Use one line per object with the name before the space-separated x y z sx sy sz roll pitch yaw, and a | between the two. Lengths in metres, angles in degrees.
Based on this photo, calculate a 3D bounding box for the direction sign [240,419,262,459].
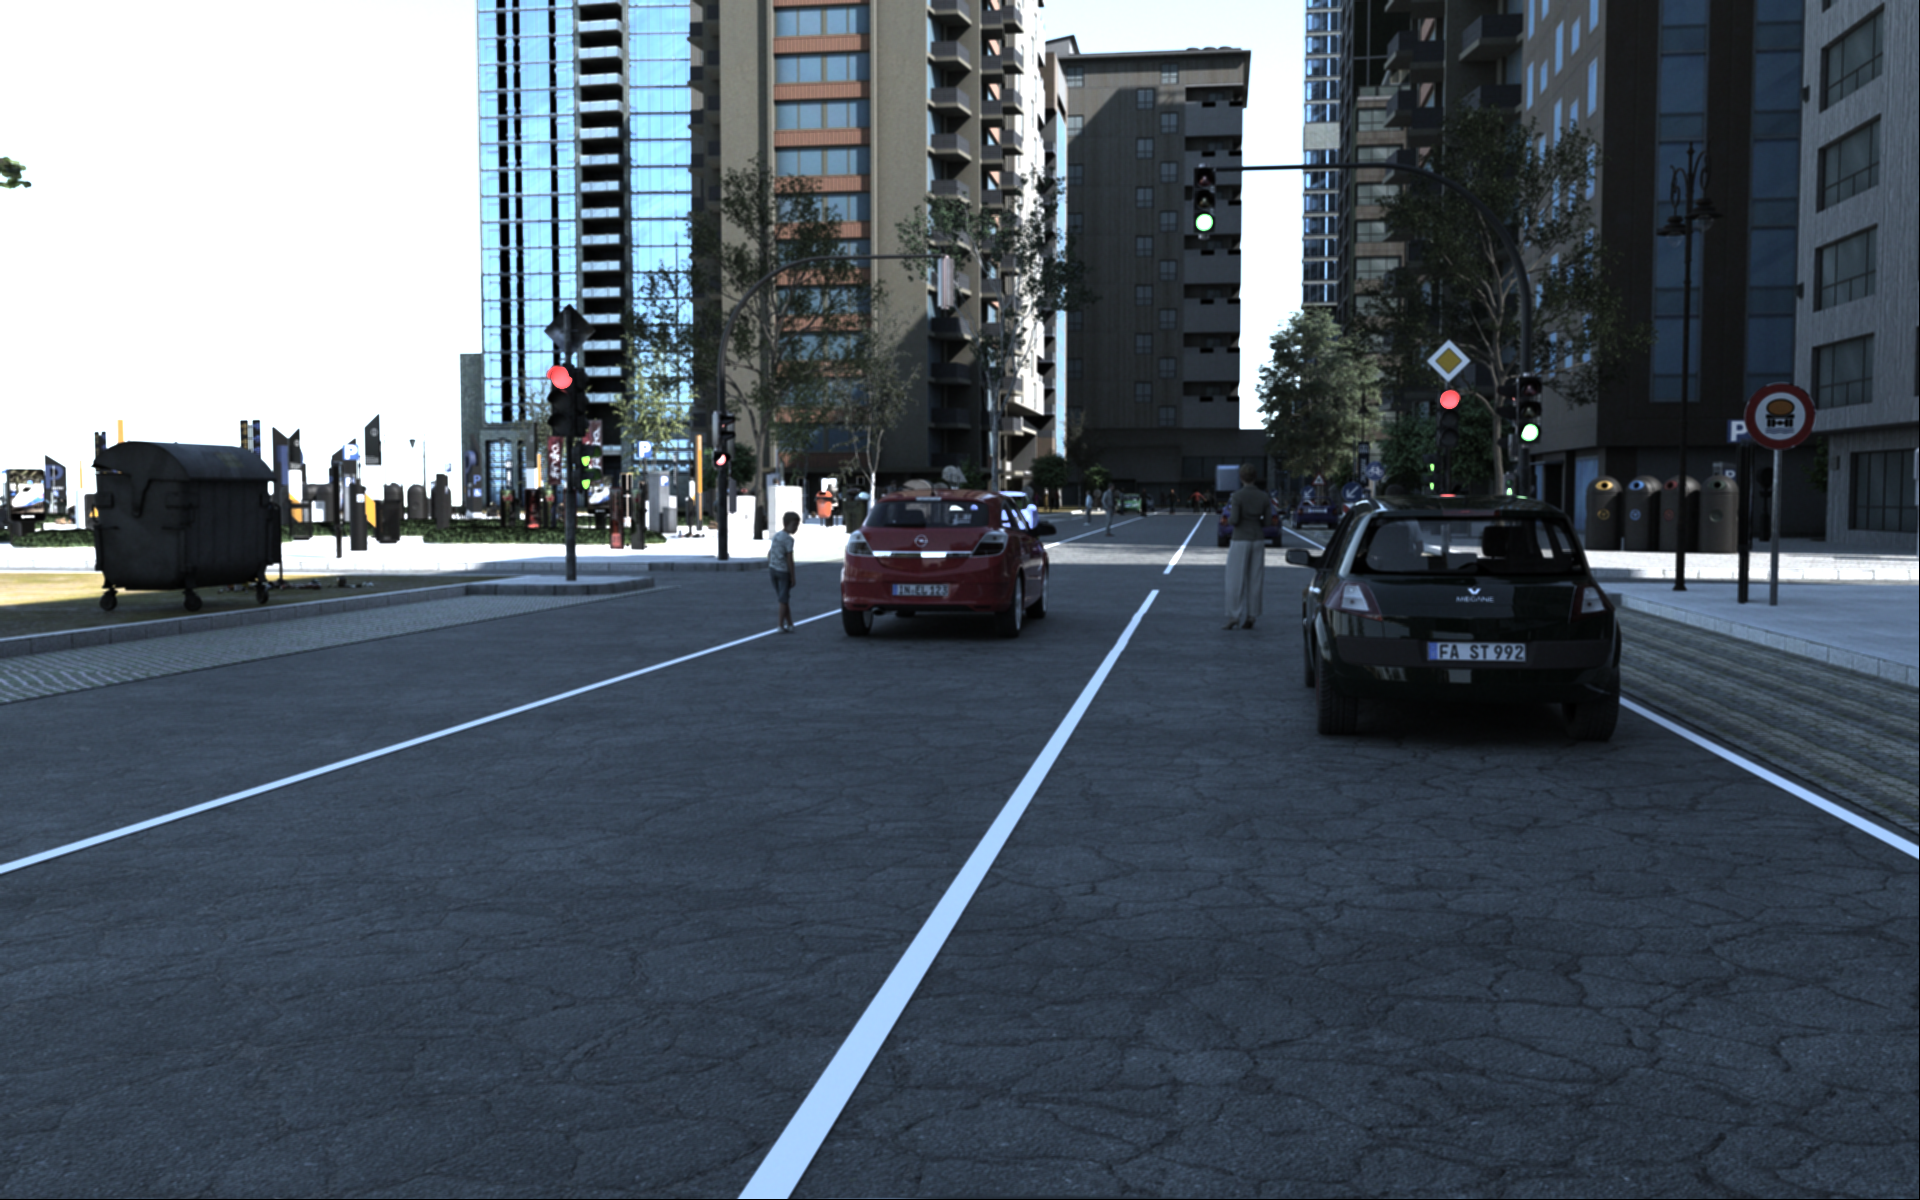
direction sign | -21.532 -3.709 52.636 0.876 3.537 0.379 2 4 27

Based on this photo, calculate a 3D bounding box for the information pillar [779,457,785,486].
information pillar | -11.130 -7.151 108.273 0.183 3.616 0.504 -3 5 -42

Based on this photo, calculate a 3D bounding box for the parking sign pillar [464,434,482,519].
parking sign pillar | -21.794 -5.449 77.559 1.447 3.967 1.447 -2 4 -30

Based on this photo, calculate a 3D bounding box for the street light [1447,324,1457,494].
street light | 13.123 -4.499 46.346 0.468 5.910 1.993 1 4 8

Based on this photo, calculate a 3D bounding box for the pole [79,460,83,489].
pole | -52.217 -6.672 102.926 0.158 3.312 0.155 0 3 0

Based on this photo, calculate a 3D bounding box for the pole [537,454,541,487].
pole | -21.405 -5.765 88.106 0.158 3.312 0.155 0 3 0

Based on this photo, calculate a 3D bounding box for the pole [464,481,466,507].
pole | -29.953 -6.799 104.999 0.158 3.312 0.155 0 3 0

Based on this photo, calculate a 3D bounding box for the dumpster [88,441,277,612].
dumpster | -8.773 -0.847 19.609 1.264 1.857 1.865 1 4 8

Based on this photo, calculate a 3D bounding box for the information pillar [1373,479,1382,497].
information pillar | 20.692 -4.975 85.840 0.304 2.012 0.304 -3 4 -38

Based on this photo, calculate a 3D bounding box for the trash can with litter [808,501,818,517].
trash can with litter | -8.388 -5.156 95.685 1.055 1.170 0.624 0 4 -7

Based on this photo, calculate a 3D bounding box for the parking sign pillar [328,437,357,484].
parking sign pillar | -29.210 -5.720 81.992 1.447 3.967 1.447 3 4 37

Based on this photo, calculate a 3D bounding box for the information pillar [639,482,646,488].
information pillar | -18.904 -6.030 103.084 0.304 2.012 0.304 2 4 23

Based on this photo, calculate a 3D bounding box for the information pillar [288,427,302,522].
information pillar | -23.293 -4.241 60.695 0.183 3.616 0.504 2 4 31

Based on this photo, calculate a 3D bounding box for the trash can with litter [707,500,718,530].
trash can with litter | -8.677 -3.127 62.522 0.624 1.170 1.055 1 4 19

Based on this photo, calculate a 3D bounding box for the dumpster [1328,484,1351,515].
dumpster | 19.307 -5.007 87.625 1.264 1.857 1.865 1 4 8

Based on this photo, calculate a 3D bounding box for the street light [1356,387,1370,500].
street light | 17.479 -6.264 75.209 0.468 5.910 1.993 1 4 8

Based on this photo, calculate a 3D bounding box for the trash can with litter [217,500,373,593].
trash can with litter | -9.029 -0.758 23.452 2.233 1.210 1.678 -3 4 -36

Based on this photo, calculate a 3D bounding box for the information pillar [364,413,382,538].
information pillar | -16.983 -3.596 50.153 0.504 3.616 0.183 1 4 11

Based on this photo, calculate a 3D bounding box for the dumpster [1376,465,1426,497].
dumpster | 15.066 -3.468 59.195 1.502 2.255 1.985 1 4 8

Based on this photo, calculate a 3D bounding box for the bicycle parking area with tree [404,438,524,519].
bicycle parking area with tree | -25.959 -6.244 89.087 8.231 4.147 9.016 2 4 29

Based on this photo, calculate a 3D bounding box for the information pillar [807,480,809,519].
information pillar | -8.145 -5.275 90.735 0.304 2.012 0.304 -3 4 -39

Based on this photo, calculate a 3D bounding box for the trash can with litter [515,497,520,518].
trash can with litter | -16.495 -3.199 63.688 0.624 1.170 1.055 -1 4 -19

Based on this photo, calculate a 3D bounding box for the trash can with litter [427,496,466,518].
trash can with litter | -24.758 -4.369 82.489 1.678 1.210 2.233 3 4 36

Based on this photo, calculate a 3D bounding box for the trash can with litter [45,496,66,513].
trash can with litter | -42.713 -4.270 81.199 1.055 1.170 0.624 0 4 -7

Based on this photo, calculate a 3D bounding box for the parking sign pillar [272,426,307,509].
parking sign pillar | -26.877 -4.953 69.459 1.447 3.967 1.447 2 4 31

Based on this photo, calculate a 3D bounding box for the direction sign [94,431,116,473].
direction sign | -30.898 -4.302 62.339 0.876 3.537 0.379 3 4 38

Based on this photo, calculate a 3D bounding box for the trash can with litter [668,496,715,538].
trash can with litter | -8.103 -2.454 51.185 1.678 1.210 2.233 0 4 -6

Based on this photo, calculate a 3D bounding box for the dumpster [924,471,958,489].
dumpster | -0.908 -4.282 72.497 1.502 2.255 1.985 1 4 9

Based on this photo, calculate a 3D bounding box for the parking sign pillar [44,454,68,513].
parking sign pillar | -60.233 -7.760 115.354 1.447 3.967 1.447 -1 4 -18

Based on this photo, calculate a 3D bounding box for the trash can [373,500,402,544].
trash can | -14.815 -2.030 44.837 0.748 1.137 0.748 0 3 0

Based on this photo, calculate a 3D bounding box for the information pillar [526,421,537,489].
information pillar | -13.855 -3.958 56.064 0.504 3.616 0.183 3 4 39

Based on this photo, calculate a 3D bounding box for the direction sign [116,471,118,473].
direction sign | -47.186 -6.364 96.055 0.876 3.537 0.379 -1 4 -15

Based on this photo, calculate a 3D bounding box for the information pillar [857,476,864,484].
information pillar | -4.143 -4.138 72.144 0.304 2.012 0.304 0 4 -6

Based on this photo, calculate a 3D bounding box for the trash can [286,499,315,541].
trash can | -18.260 -2.220 47.958 0.748 1.137 0.748 0 3 0

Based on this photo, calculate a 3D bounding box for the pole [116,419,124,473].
pole | -22.795 -3.257 47.090 0.158 3.312 0.155 0 3 0

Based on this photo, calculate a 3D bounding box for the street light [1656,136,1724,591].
street light | 9.576 -3.063 22.866 0.468 5.910 1.993 1 4 8

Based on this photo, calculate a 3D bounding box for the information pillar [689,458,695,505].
information pillar | -17.205 -7.327 111.150 0.183 3.616 0.504 1 4 22

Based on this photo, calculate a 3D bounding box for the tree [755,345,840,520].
tree | -7.856 -8.214 84.662 4.737 8.622 4.395 0 3 0

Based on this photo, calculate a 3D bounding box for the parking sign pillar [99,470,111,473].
parking sign pillar | -51.578 -7.120 104.880 1.447 3.967 1.447 1 4 10

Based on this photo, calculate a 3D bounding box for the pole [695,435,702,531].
pole | -9.027 -4.038 59.868 0.158 3.312 0.155 0 3 0

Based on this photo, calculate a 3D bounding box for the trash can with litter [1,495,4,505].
trash can with litter | -59.748 -5.909 107.663 1.678 1.210 2.233 1 4 9

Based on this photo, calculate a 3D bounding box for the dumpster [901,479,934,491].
dumpster | -1.622 -3.854 68.776 1.264 1.857 1.865 1 4 8

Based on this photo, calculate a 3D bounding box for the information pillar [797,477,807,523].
information pillar | -6.959 -4.357 75.729 0.304 2.012 0.304 -1 4 -11

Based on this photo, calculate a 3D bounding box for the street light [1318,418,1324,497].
street light | 21.877 -8.089 105.040 0.468 5.910 1.993 1 4 8

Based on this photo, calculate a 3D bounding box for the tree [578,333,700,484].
tree | -13.530 -7.686 76.023 4.737 8.622 4.395 0 3 0

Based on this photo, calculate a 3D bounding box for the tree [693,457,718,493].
tree | -12.747 -5.803 89.486 1.663 3.219 1.824 0 3 0

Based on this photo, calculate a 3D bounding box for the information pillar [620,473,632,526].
information pillar | -11.830 -3.482 61.429 0.304 2.012 0.304 2 4 24

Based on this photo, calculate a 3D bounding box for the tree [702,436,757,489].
tree | -12.306 -6.664 92.667 4.285 4.588 4.351 0 3 0

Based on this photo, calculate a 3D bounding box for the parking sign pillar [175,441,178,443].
parking sign pillar | -40.373 -6.120 88.538 1.447 3.967 1.447 2 4 23
